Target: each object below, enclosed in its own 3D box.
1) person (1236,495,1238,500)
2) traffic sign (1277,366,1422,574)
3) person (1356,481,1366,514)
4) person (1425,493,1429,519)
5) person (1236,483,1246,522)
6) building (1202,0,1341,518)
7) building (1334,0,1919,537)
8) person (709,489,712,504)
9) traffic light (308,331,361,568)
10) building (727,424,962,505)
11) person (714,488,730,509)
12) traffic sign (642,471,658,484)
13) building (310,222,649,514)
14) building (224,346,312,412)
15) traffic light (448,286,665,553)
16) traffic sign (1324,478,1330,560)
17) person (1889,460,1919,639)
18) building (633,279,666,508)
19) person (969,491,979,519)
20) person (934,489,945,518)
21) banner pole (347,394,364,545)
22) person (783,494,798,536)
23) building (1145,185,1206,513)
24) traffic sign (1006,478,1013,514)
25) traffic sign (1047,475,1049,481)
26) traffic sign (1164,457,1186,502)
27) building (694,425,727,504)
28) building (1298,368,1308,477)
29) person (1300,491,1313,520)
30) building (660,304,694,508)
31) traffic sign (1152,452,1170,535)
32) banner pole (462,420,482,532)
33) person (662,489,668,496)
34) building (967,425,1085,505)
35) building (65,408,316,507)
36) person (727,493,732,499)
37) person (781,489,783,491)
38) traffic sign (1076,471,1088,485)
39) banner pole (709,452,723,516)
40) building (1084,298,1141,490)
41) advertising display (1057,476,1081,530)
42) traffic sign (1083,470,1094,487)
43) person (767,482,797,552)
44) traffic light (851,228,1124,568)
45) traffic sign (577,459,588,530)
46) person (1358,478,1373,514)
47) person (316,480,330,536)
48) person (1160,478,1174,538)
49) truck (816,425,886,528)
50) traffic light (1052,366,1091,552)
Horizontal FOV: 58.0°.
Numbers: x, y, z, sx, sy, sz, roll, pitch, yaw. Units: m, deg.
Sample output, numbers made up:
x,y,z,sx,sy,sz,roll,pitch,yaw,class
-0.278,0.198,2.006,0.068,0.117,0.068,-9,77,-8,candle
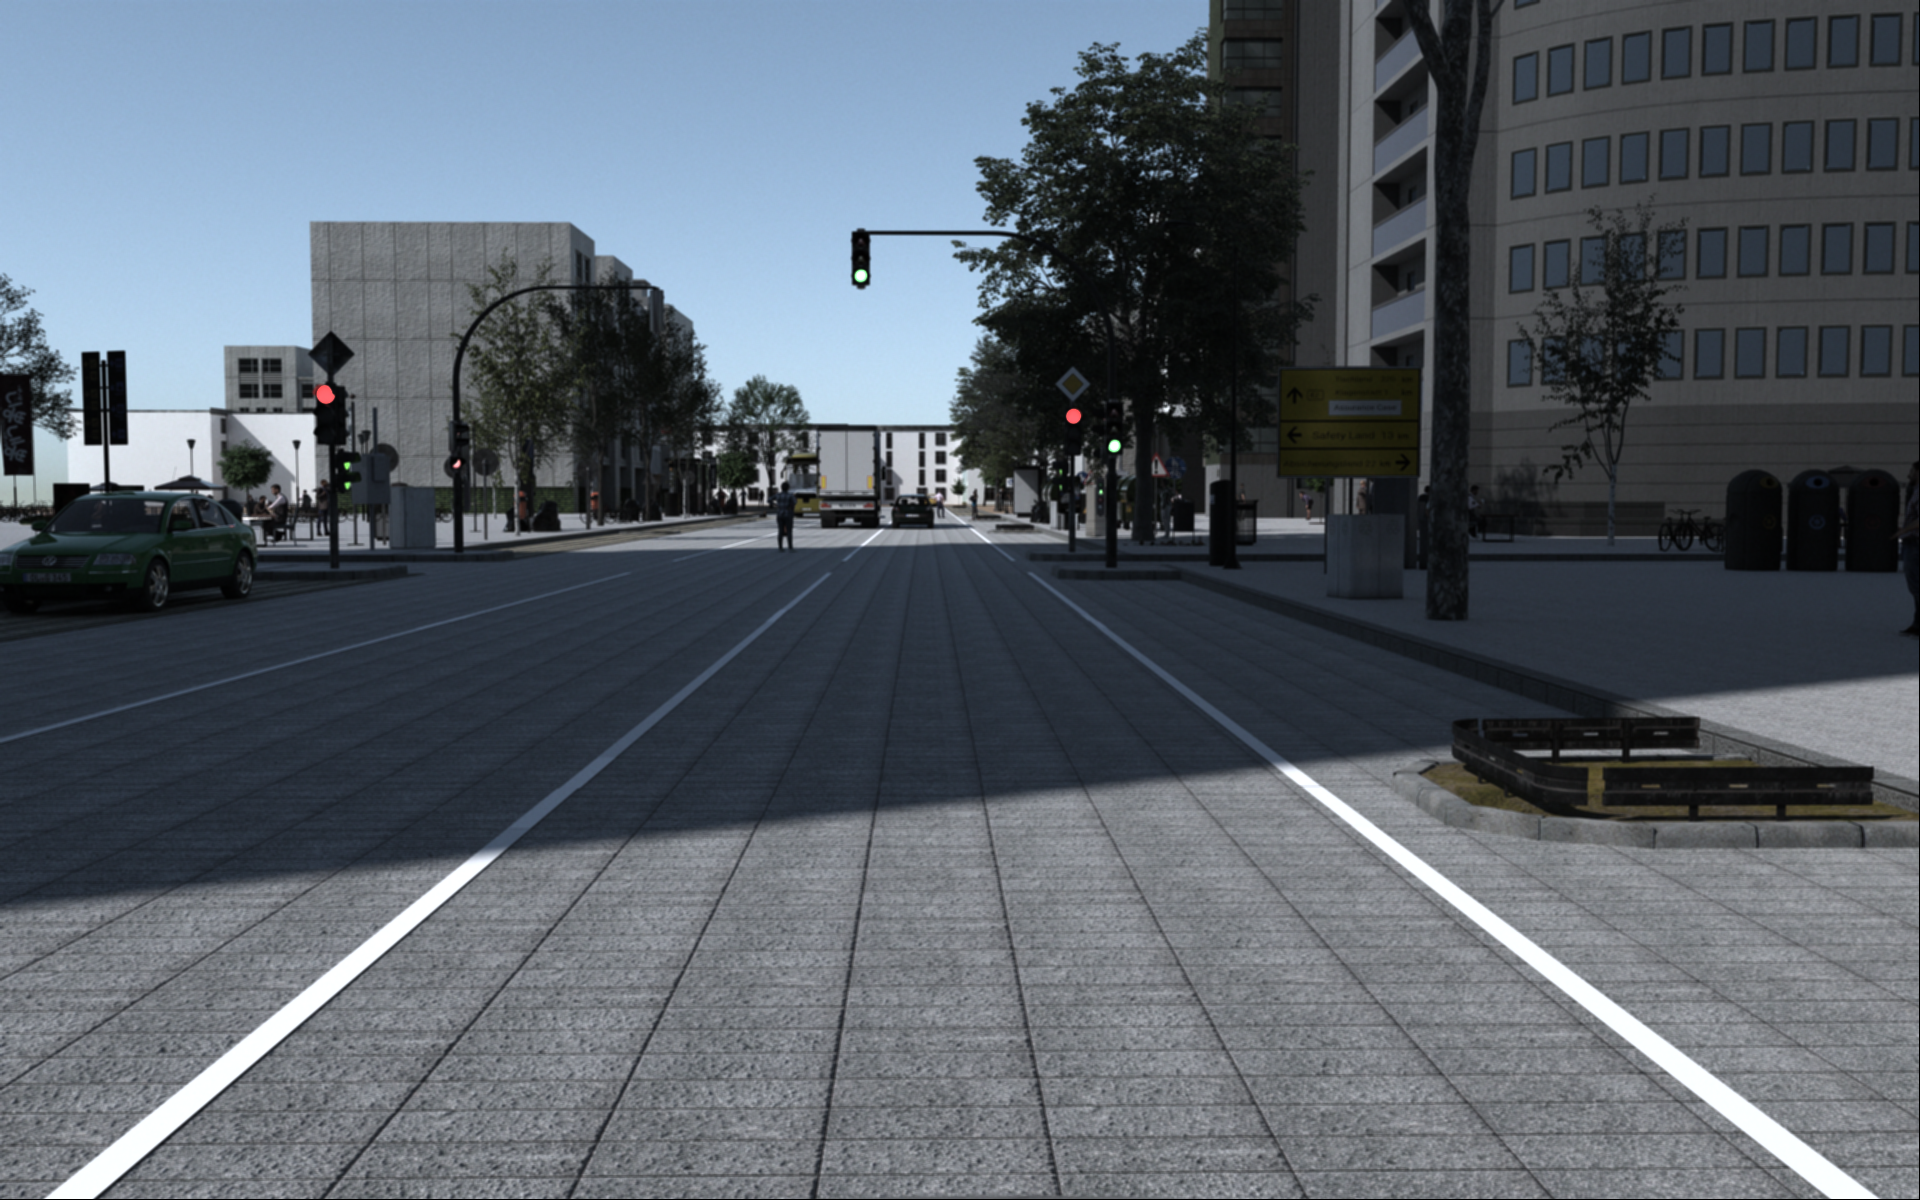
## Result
x,y,z,sx,sy,sz,roll,pitch,yaw,class
9.647,-3.130,61.128,0.435,1.345,0.340,2,4,30,person
6.202,-2.068,27.681,2.265,3.308,0.079,0,4,4,traffic sign
14.393,-3.369,61.677,0.434,1.755,0.990,-1,4,-12,person
11.503,-1.955,41.914,0.340,1.345,0.435,3,5,41,person
13.147,-4.559,80.709,0.434,1.807,0.598,-1,4,-13,person
20.723,-19.982,98.406,14.160,30.474,14.107,0,4,-1,building
29.321,-31.668,59.778,28.212,58.520,21.231,0,4,-1,building
-21.401,-8.592,147.327,0.445,1.727,0.742,1,4,11,person
-10.804,-2.504,29.855,0.839,4.253,0.868,0,4,-1,traffic light
-13.626,-16.504,211.979,28.070,9.664,9.099,0,4,-1,building
-19.525,-8.291,141.622,1.348,1.821,0.705,-1,4,-14,person
-16.895,-5.770,94.347,0.884,2.594,0.081,0,4,2,traffic sign
-34.008,-16.028,128.522,16.747,18.905,31.486,0,4,-1,building
-71.964,-21.331,215.223,31.486,18.905,16.747,0,4,-1,building
-8.873,-3.868,37.915,4.771,5.953,1.251,0,4,-1,traffic light
6.578,-1.890,31.008,0.768,2.556,0.104,0,4,3,traffic sign
8.531,-0.456,15.451,0.435,1.587,0.963,2,4,28,person
-34.233,-17.979,150.371,16.016,20.091,11.380,0,4,-1,building
0.833,-5.108,93.880,0.662,1.594,0.647,-1,4,-18,person
-1.180,-5.743,103.343,0.436,1.711,0.756,-3,5,-45,person
-15.294,-3.276,43.585,0.401,3.779,0.863,-2,4,-30,banner pole
-5.783,-2.857,58.437,0.697,1.427,0.421,-3,5,-39,person
27.563,-17.580,131.406,27.936,21.610,32.646,0,4,-1,building
3.247,-6.628,110.492,0.606,2.300,0.079,0,4,-1,traffic sign
5.486,-6.821,111.630,0.768,2.556,0.104,0,4,6,traffic sign
7.295,-3.593,58.851,0.768,2.556,0.104,0,4,2,traffic sign
-42.107,-16.493,211.802,28.070,9.664,9.099,0,4,-1,building
35.554,-19.259,171.307,11.380,20.091,16.016,0,4,-1,building
17.275,-4.715,86.372,0.697,1.427,0.421,-1,4,-9,person
-42.910,-18.516,169.195,31.486,18.905,16.747,0,4,-1,building
6.087,-3.288,53.760,0.884,2.594,0.081,1,4,8,traffic sign
-16.700,-4.210,58.853,0.401,3.779,0.863,3,5,42,banner pole
-27.224,-9.387,160.196,1.217,1.739,0.721,2,4,34,person
14.697,-16.531,212.436,28.070,9.664,9.099,0,4,-1,building
-72.757,-14.099,172.673,28.070,9.664,9.099,0,4,-1,building
-24.130,-10.608,182.714,0.991,1.433,0.599,-3,5,-40,person
-15.924,-9.174,156.002,0.705,1.831,1.348,-1,4,-12,person
6.915,-5.972,97.741,0.768,2.556,0.104,0,4,6,traffic sign
-14.473,-6.888,102.639,0.863,3.779,0.401,-2,4,-29,banner pole
21.580,-18.161,163.384,16.747,18.905,31.486,0,4,-1,building
3.877,-3.445,61.536,0.974,1.923,0.123,-2,4,-34,advertising display
6.991,-5.654,92.447,0.884,2.594,0.081,0,4,6,traffic sign
-4.348,-2.062,42.941,0.841,1.734,0.376,2,4,27,person
0.525,-3.381,29.954,4.771,5.953,1.251,0,4,-1,traffic light
-13.442,-3.812,62.427,0.768,2.556,0.104,0,4,7,traffic sign
10.668,-2.392,45.016,0.599,1.838,0.709,-1,4,-8,person
-19.467,-2.830,53.141,0.431,1.722,0.655,1,4,16,person
6.018,-2.674,50.487,0.376,1.734,0.841,0,4,1,person
-4.755,-5.322,75.935,2.839,4.237,11.283,0,4,-2,truck
2.455,-3.009,38.121,0.839,4.253,0.868,0,4,-1,traffic light
